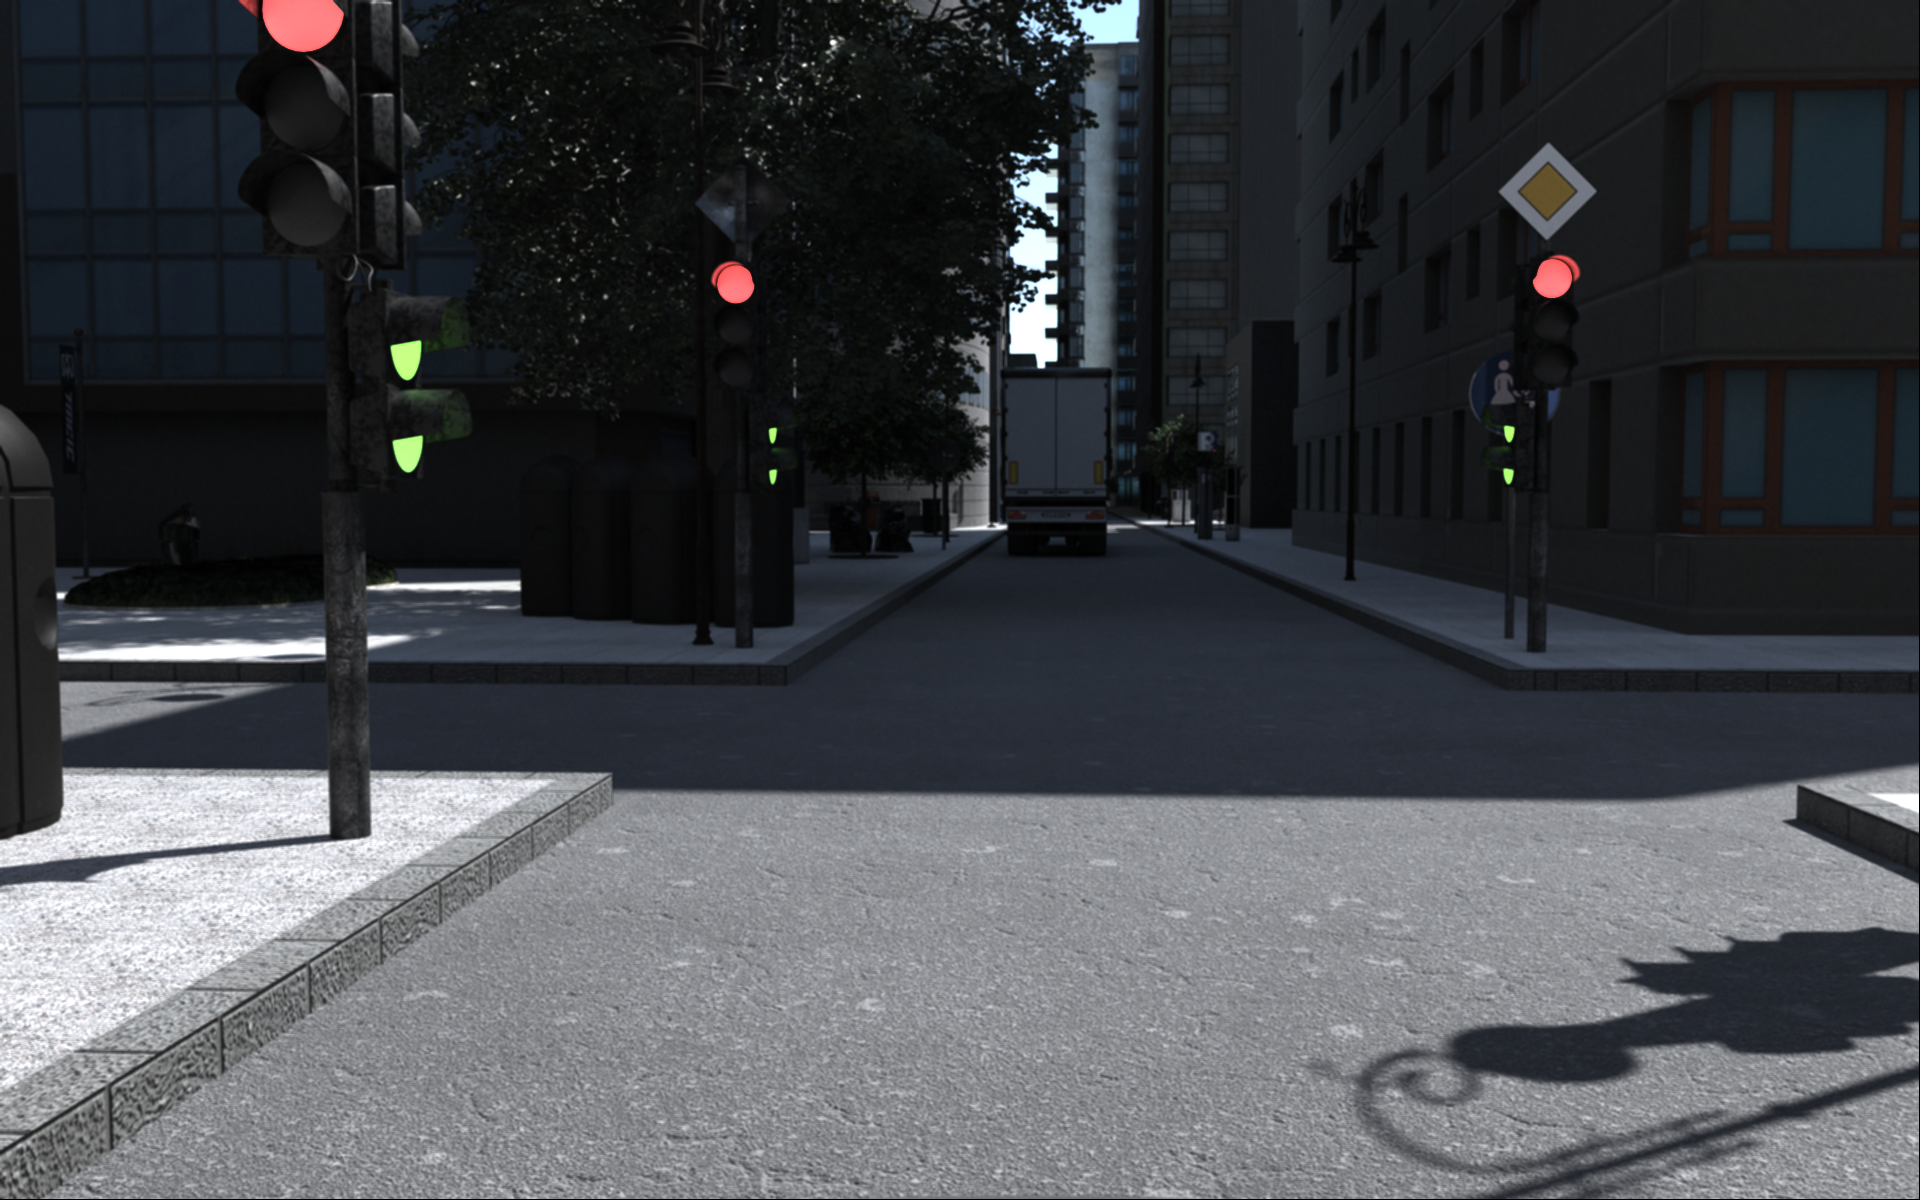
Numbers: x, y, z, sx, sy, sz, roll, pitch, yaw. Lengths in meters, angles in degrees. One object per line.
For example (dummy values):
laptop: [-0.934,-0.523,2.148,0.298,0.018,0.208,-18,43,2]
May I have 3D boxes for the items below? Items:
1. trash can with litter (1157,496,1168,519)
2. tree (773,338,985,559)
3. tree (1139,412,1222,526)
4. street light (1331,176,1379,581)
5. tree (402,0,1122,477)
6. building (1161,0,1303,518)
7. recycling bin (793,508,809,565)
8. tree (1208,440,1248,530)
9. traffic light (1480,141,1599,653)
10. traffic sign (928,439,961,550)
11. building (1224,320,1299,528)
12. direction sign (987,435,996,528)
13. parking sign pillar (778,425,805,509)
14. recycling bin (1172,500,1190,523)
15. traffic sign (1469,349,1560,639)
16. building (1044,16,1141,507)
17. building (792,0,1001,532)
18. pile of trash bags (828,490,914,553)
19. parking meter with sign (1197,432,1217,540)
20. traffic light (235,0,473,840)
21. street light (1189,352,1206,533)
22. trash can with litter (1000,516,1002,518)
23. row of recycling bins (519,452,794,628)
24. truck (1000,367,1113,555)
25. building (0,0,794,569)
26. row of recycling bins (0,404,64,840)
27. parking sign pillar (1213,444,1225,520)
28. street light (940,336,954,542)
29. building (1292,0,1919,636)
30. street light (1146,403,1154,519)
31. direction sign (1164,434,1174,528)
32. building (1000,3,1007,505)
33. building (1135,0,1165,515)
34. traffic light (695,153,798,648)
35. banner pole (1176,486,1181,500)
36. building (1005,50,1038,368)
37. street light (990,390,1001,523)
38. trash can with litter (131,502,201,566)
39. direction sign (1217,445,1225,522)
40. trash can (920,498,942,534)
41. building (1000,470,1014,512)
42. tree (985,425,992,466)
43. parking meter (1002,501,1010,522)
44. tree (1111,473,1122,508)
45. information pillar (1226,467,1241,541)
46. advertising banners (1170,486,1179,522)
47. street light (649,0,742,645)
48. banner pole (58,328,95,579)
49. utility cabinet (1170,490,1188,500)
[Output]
trash can with litter: [10.435,-4.637,87.206,0.624,1.170,1.055,3,5,44]
tree: [-2.028,-3.124,34.789,4.285,4.588,4.351,0,3,0]
tree: [8.854,-5.226,69.154,4.285,4.588,4.351,0,3,0]
street light: [5.802,-3.230,25.593,0.468,5.910,1.993,0,4,3]
tree: [-2.807,-7.006,21.212,9.857,13.997,8.962,0,3,0]
building: [18.371,-25.285,96.997,14.154,41.232,14.086,0,4,3]
recycling bin: [-3.250,-1.175,31.761,0.722,1.027,0.722,3,4,39]
tree: [9.225,-4.088,61.448,1.663,3.219,1.824,0,3,0]
traffic light: [4.667,-1.532,13.968,0.839,4.253,0.868,0,4,3]
traffic sign: [-0.370,-2.425,39.754,0.768,2.556,0.104,1,4,11]
building: [21.677,-45.489,56.421,22.319,86.520,31.000,0,4,3]
direction sign: [1.221,-4.556,66.480,0.379,3.537,0.876,0,4,1]
parking sign pillar: [-5.359,-3.941,52.912,1.447,3.967,1.447,3,4,39]
recycling bin: [9.977,-4.011,78.137,0.722,1.027,0.722,0,4,-2]
traffic sign: [4.877,-0.929,15.302,0.768,2.556,0.104,1,4,11]
building: [24.305,-34.515,183.936,30.456,49.044,23.786,0,4,3]
building: [-9.357,-32.293,69.992,21.231,58.520,28.212,0,4,3]
pile of trash bags: [-2.049,-1.821,39.528,1.912,1.369,3.447,0,4,-3]
parking meter with sign: [7.006,-3.244,49.302,0.543,3.016,1.738,0,4,6]
traffic light: [-2.268,-1.067,6.373,0.839,4.253,0.868,0,4,3]
street light: [7.742,-5.124,56.558,0.468,5.910,1.993,0,4,3]
trash can with litter: [2.008,-4.750,89.053,1.055,1.170,0.624,-1,4,-9]
row of recycling bins: [-3.152,-0.644,17.639,3.534,1.692,1.069,2,4,34]
truck: [2.526,-3.371,44.036,2.839,4.237,11.283,0,4,4]
building: [-11.451,-23.559,35.304,14.600,45.320,14.200,0,4,3]
row of recycling bins: [-5.231,0.013,6.901,3.534,1.692,1.069,1,4,10]
parking sign pillar: [12.936,-5.971,86.103,1.447,3.967,1.447,2,4,33]
street light: [-0.345,-4.468,45.846,0.468,5.910,1.993,0,4,3]
building: [21.880,-11.190,27.995,28.899,21.520,27.650,0,4,3]
street light: [9.692,-7.071,88.404,0.468,5.910,1.993,0,4,3]
direction sign: [7.987,-4.534,66.133,0.379,3.537,0.876,2,4,27]
building: [-6.810,-32.421,153.782,21.600,48.544,21.300,0,4,3]
building: [20.053,-29.055,125.156,14.600,45.320,14.200,0,4,3]
traffic light: [-1.783,-1.555,14.343,0.839,4.253,0.868,0,4,3]
banner pole: [10.525,-5.761,84.210,0.863,3.779,0.401,2,4,34]
building: [-7.250,-53.267,183.585,31.000,86.520,22.319,0,4,3]
street light: [1.599,-6.362,76.811,0.468,5.910,1.993,0,4,3]
trash can with litter: [-11.439,-0.820,24.801,1.055,1.170,0.624,-2,4,-25]
direction sign: [12.075,-5.383,80.013,0.876,3.537,0.379,1,4,8]
trash can: [-0.935,-2.735,56.364,0.748,1.137,0.748,0,3,0]
building: [-11.850,-26.852,130.903,32.217,40.220,23.993,0,4,3]
tree: [-0.801,-4.203,52.434,4.285,4.588,4.351,0,3,0]
parking meter: [2.117,-4.503,79.333,0.255,1.863,0.399,1,4,21]
tree: [13.748,-9.890,156.302,1.663,3.219,1.824,0,3,0]
information pillar: [7.449,-2.615,47.249,0.304,2.012,0.304,2,4,32]
advertising banners: [9.951,-5.138,80.198,0.090,3.025,2.074,1,4,19]
street light: [-2.194,-2.558,14.613,0.468,5.910,1.993,0,4,3]
banner pole: [-13.248,-2.197,25.935,0.401,3.779,0.863,0,4,-2]
utility cabinet: [11.175,-4.894,88.700,1.173,1.500,0.318,-3,5,-43]
